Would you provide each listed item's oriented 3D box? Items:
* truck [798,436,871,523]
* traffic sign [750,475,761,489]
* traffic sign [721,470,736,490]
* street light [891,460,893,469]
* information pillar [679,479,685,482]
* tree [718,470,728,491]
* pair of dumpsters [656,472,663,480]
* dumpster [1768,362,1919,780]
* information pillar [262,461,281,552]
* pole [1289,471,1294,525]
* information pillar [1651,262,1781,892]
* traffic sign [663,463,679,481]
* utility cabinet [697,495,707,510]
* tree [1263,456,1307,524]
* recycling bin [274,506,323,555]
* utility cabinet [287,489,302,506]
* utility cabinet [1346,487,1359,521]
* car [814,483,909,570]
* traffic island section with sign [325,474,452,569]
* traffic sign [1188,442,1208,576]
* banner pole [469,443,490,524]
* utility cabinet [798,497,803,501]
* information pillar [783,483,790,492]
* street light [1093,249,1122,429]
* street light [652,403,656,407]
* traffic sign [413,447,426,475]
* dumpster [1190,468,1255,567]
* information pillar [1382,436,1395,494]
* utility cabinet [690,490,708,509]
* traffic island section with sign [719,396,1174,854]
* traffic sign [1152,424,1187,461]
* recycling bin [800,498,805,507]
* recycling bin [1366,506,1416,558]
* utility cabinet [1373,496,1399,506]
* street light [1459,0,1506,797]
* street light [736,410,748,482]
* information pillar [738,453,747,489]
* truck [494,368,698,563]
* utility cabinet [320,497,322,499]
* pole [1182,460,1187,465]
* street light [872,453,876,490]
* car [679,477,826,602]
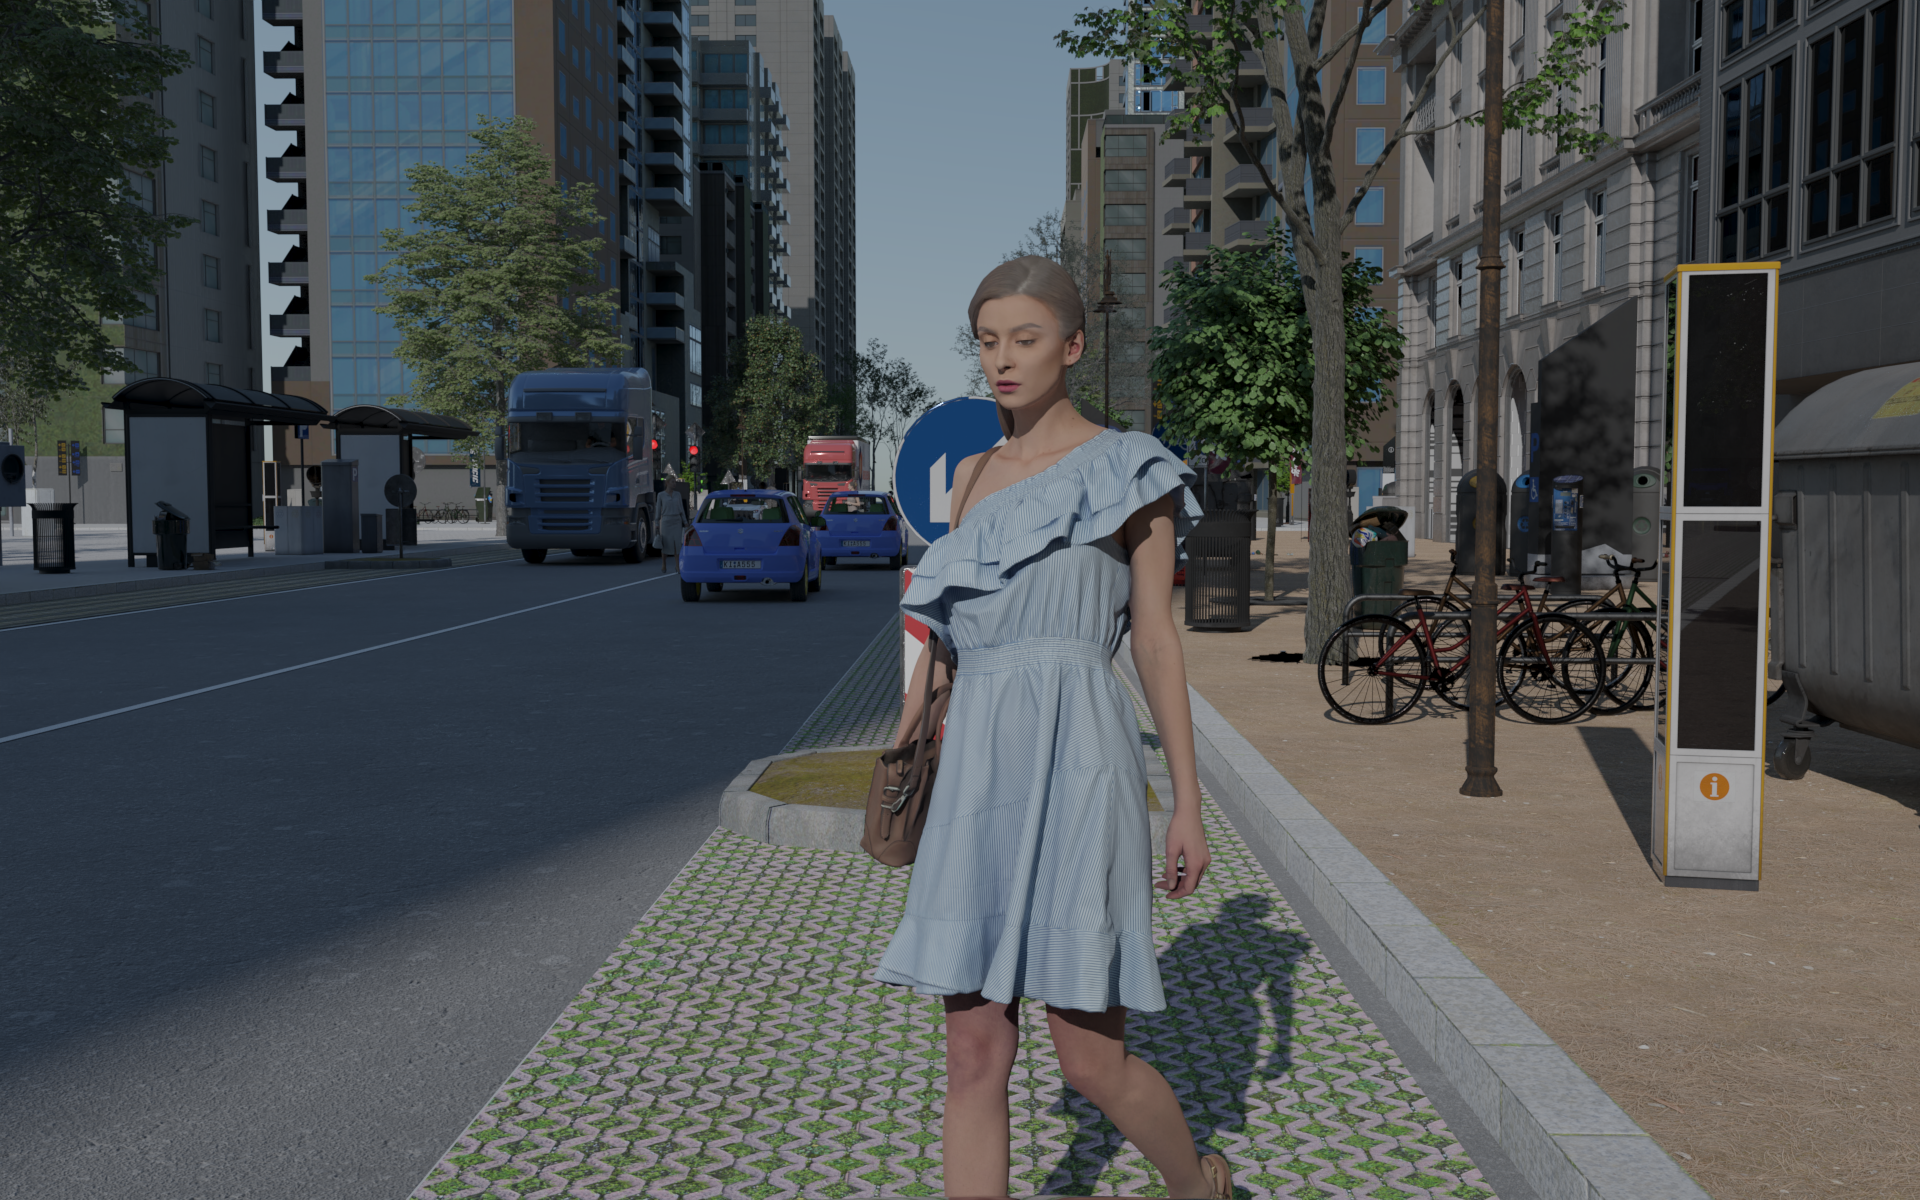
[{"bbox_3d":[-6.049,-5.905,85.454,2.839,4.237,11.283,0,4,1],"label":"truck"},{"bbox_3d":[-13.498,-6.991,114.416,0.768,2.556,0.104,1,4,11],"label":"traffic sign"},{"bbox_3d":[-12.245,-5.612,91.753,0.884,2.594,0.081,0,4,7],"label":"traffic sign"},{"bbox_3d":[-8.961,-15.652,228.690,0.468,5.910,1.993,0,4,1],"label":"street light"},{"bbox_3d":[-15.261,-5.518,94.703,0.304,2.012,0.304,2,4,26],"label":"information pillar"},{"bbox_3d":[-19.234,-8.854,139.365,1.663,3.219,1.824,0,3,0],"label":"tree"},{"bbox_3d":[-13.263,-4.432,74.959,1.574,2.255,4.437,0,4,1],"label":"pair of dumpsters"},{"bbox_3d":[4.227,-0.076,7.009,1.264,1.857,1.865,0,4,1],"label":"dumpster"},{"bbox_3d":[-15.365,-2.093,38.712,0.304,2.012,0.304,0,4,-4],"label":"information pillar"},{"bbox_3d":[13.665,-4.735,71.258,0.158,3.312,0.155,0,3,0],"label":"pole"},{"bbox_3d":[2.475,-0.074,5.698,0.304,2.012,0.304,1,4,14],"label":"information pillar"},{"bbox_3d":[-12.010,-4.371,71.464,0.884,2.594,0.081,0,4,3],"label":"traffic sign"},{"bbox_3d":[-12.027,-4.371,82.634,1.020,1.237,0.306,0,4,7],"label":"utility cabinet"},{"bbox_3d":[13.626,-4.841,73.748,1.663,3.219,1.824,0,3,0],"label":"tree"},{"bbox_3d":[-14.025,-1.479,36.735,0.722,1.027,0.722,1,4,15],"label":"recycling bin"},{"bbox_3d":[-28.984,-4.082,75.425,0.318,1.500,1.173,-3,4,-36],"label":"utility cabinet"},{"bbox_3d":[12.023,-2.820,54.788,1.173,1.500,0.318,-1,4,-22],"label":"utility cabinet"},{"bbox_3d":[-1.908,-1.487,33.896,1.945,1.707,3.694,0,4,1],"label":"car"},{"bbox_3d":[-11.060,-1.539,33.795,1.989,1.847,2.006,0,4,1],"label":"traffic island section with sign"},{"bbox_3d":[3.856,-1.531,27.156,0.606,2.300,0.079,0,4,3],"label":"traffic sign"},{"bbox_3d":[-20.609,-5.149,74.209,0.863,3.779,0.401,0,4,-1],"label":"banner pole"},{"bbox_3d":[-12.673,-7.561,134.791,0.306,1.237,1.020,3,4,36],"label":"utility cabinet"},{"bbox_3d":[-11.523,-6.764,115.083,0.304,2.012,0.304,3,5,40],"label":"information pillar"},{"bbox_3d":[2.789,-3.678,32.925,0.468,5.910,1.993,0,4,1],"label":"street light"},{"bbox_3d":[-12.364,-5.846,68.368,0.468,5.910,1.993,0,4,1],"label":"street light"},{"bbox_3d":[-14.657,-2.826,46.312,0.768,2.556,0.104,0,4,4],"label":"traffic sign"},{"bbox_3d":[4.306,-1.452,29.499,1.264,1.857,1.865,0,4,1],"label":"dumpster"},{"bbox_3d":[17.338,-4.809,69.980,0.504,3.616,0.183,2,4,26],"label":"information pillar"},{"bbox_3d":[-14.120,-5.149,92.872,1.173,1.500,0.318,-3,4,-36],"label":"utility cabinet"},{"bbox_3d":[-0.031,0.050,7.807,1.989,1.847,2.006,0,4,1],"label":"traffic island section with sign"},{"bbox_3d":[3.465,-1.703,27.949,0.768,2.556,0.104,0,4,7],"label":"traffic sign"},{"bbox_3d":[-11.229,-6.981,126.686,0.722,1.027,0.722,2,4,35],"label":"recycling bin"},{"bbox_3d":[8.736,-1.382,35.150,0.722,1.027,0.722,-2,4,-29],"label":"recycling bin"},{"bbox_3d":[13.436,-2.637,54.272,0.306,1.237,1.020,-3,5,-40],"label":"utility cabinet"},{"bbox_3d":[2.228,-2.107,7.229,0.468,5.910,1.993,0,4,1],"label":"street light"},{"bbox_3d":[-11.818,-7.418,94.064,0.468,5.910,1.993,0,4,1],"label":"street light"},{"bbox_3d":[-12.476,-6.607,99.384,0.504,3.616,0.183,-1,4,-11],"label":"information pillar"},{"bbox_3d":[-7.625,-3.242,42.769,2.967,4.110,18.799,0,4,1],"label":"truck"},{"bbox_3d":[-19.650,-2.631,54.177,0.306,1.237,1.020,2,4,27],"label":"utility cabinet"},{"bbox_3d":[7.048,-3.710,54.497,0.158,3.312,0.155,0,3,0],"label":"pole"},{"bbox_3d":[-9.651,-13.648,195.938,0.468,5.910,1.993,0,4,1],"label":"street light"},{"bbox_3d":[-2.878,-0.903,24.362,1.945,1.707,3.694,0,4,-1],"label":"car"}]
